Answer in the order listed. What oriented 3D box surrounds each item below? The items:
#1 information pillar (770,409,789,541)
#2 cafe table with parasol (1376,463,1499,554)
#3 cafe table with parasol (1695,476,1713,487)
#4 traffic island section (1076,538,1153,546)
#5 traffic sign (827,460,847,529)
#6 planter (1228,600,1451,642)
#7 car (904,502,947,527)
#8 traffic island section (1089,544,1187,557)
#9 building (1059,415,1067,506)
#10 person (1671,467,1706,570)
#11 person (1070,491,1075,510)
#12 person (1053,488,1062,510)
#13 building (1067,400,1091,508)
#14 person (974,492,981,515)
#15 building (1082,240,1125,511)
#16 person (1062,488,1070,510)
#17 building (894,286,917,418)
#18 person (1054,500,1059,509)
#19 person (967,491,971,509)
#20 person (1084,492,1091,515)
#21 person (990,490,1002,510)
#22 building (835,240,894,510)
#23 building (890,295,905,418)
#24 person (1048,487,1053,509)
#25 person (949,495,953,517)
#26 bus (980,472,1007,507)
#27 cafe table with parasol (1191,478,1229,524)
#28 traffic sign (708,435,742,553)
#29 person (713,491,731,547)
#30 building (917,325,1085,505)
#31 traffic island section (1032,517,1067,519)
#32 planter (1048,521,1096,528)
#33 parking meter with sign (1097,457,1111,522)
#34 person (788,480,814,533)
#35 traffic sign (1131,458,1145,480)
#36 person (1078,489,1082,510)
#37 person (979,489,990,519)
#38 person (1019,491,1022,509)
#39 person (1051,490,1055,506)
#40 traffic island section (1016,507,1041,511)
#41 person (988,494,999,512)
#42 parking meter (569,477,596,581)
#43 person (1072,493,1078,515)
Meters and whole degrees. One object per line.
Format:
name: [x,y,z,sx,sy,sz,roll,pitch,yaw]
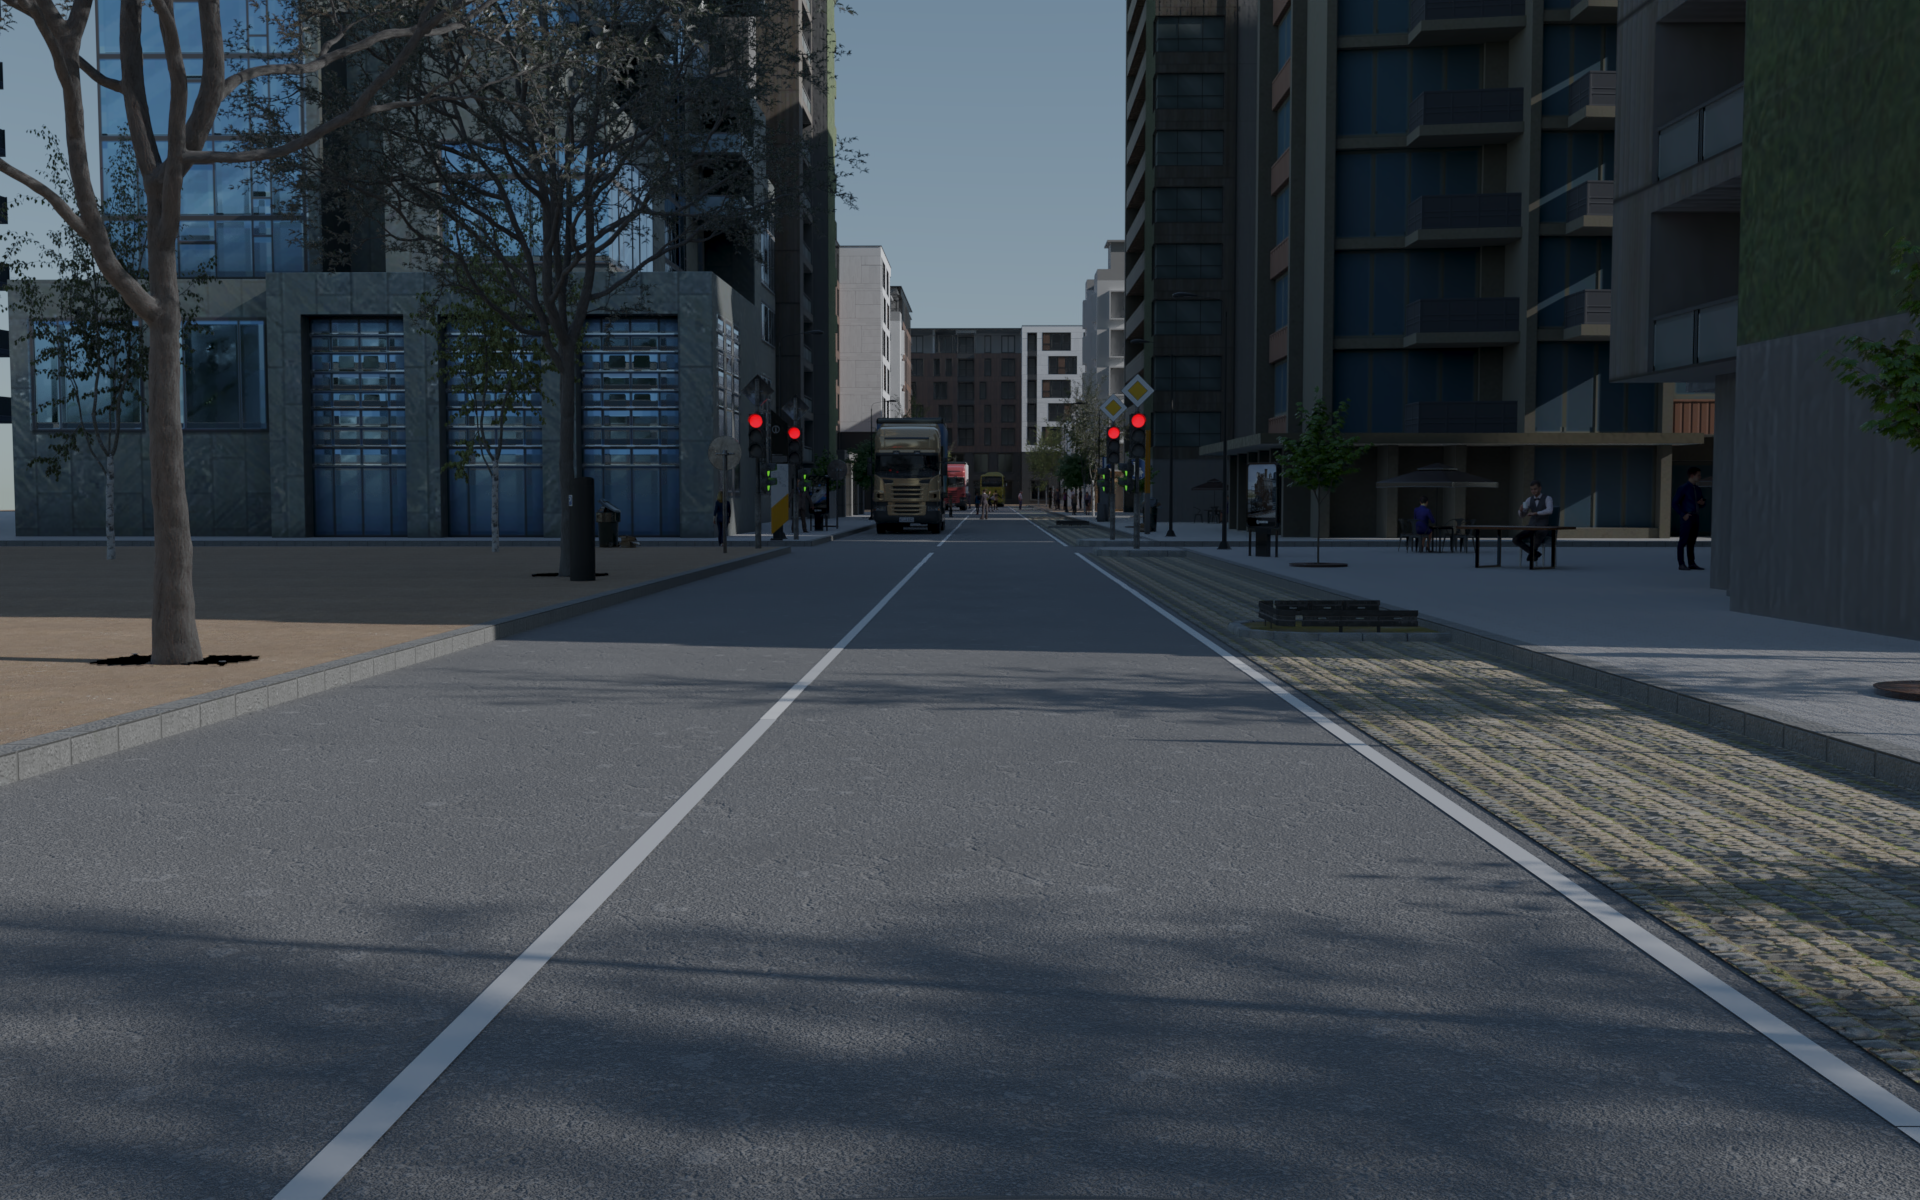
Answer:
information pillar: [-4.985,-3.447,47.718,0.504,3.616,0.183,-1,4,-10]
cafe table with parasol: [10.471,-2.028,38.028,2.610,1.966,2.610,1,4,14]
cafe table with parasol: [15.899,-1.803,34.338,2.610,1.966,2.610,1,4,11]
traffic island section: [4.305,-1.612,48.638,2.009,0.180,2.903,0,4,1]
traffic sign: [-4.534,-3.901,63.892,0.768,2.556,0.104,0,4,8]
planter: [3.782,0.210,17.699,1.991,0.319,1.994,0,4,1]
car: [-1.627,-4.093,75.961,2.155,1.783,4.494,0,4,2]
traffic island section: [4.167,-1.124,40.654,2.009,0.180,2.903,0,4,1]
building: [15.632,-14.761,183.483,9.099,9.664,28.070,0,4,1]
person: [12.351,-1.372,29.187,0.576,1.737,0.504,-3,4,-39]
person: [9.265,-8.340,143.346,0.436,1.711,0.756,1,4,21]
person: [7.806,-8.112,139.203,0.617,1.759,0.750,1,4,15]
building: [15.006,-12.991,154.557,9.099,9.664,28.070,0,4,1]
person: [1.277,-6.766,120.998,0.647,1.594,0.662,-2,4,-23]
building: [17.613,-17.008,134.502,16.016,20.091,11.380,0,4,1]
person: [8.588,-8.174,140.365,0.721,1.739,1.217,-2,4,-27]
building: [-21.797,-20.810,184.216,32.646,21.610,27.936,0,4,1]
person: [8.400,-8.561,149.275,0.557,1.426,1.065,1,4,23]
person: [0.807,-9.740,168.205,0.568,1.767,0.683,-2,4,-33]
person: [7.714,-5.834,104.665,0.421,1.427,0.697,1,4,10]
person: [3.238,-9.046,156.489,1.348,1.812,0.705,1,4,22]
building: [-20.426,-18.140,140.566,27.936,21.610,32.646,0,4,1]
building: [-13.181,-18.739,162.808,16.016,20.091,11.380,0,4,1]
person: [7.941,-8.925,151.590,0.705,1.869,1.348,0,4,-5]
person: [-0.539,-5.813,107.449,0.340,1.345,0.435,0,4,-4]
bus: [3.720,-12.358,193.602,2.896,3.916,12.252,0,4,2]
cafe table with parasol: [11.131,-4.338,75.799,2.610,1.966,2.610,-1,4,-23]
traffic sign: [-5.106,-2.291,37.562,0.768,2.556,0.104,1,4,10]
person: [-6.009,-2.010,43.904,0.480,1.512,0.613,-2,4,-23]
building: [5.544,-23.210,223.464,32.646,21.610,27.936,0,4,1]
traffic island section: [5.195,-4.745,100.444,1.991,0.108,1.994,0,4,1]
planter: [4.727,-3.190,73.293,1.991,0.319,1.994,0,4,1]
parking meter with sign: [6.730,-5.153,80.520,0.543,3.016,1.738,1,4,15]
person: [-5.292,-3.108,57.412,0.990,1.755,0.434,-1,4,-21]
traffic sign: [6.310,-3.767,61.701,0.768,2.556,0.104,0,4,5]
person: [9.834,-8.340,142.037,0.705,1.869,1.348,0,4,2]
person: [1.412,-5.422,97.958,0.445,1.727,0.742,2,4,27]
person: [5.391,-8.779,152.972,0.436,1.711,0.756,1,4,16]
person: [9.869,-10.833,183.097,1.348,1.831,0.705,-1,4,-20]
traffic island section: [6.073,-7.832,150.921,1.991,0.108,1.994,0,4,1]
person: [2.632,-7.793,139.104,0.799,1.438,0.628,-2,4,-28]
parking meter: [-5.583,-1.051,25.593,0.372,1.533,0.369,0,3,0]
person: [7.004,-5.861,105.787,0.435,1.345,0.340,2,4,28]
